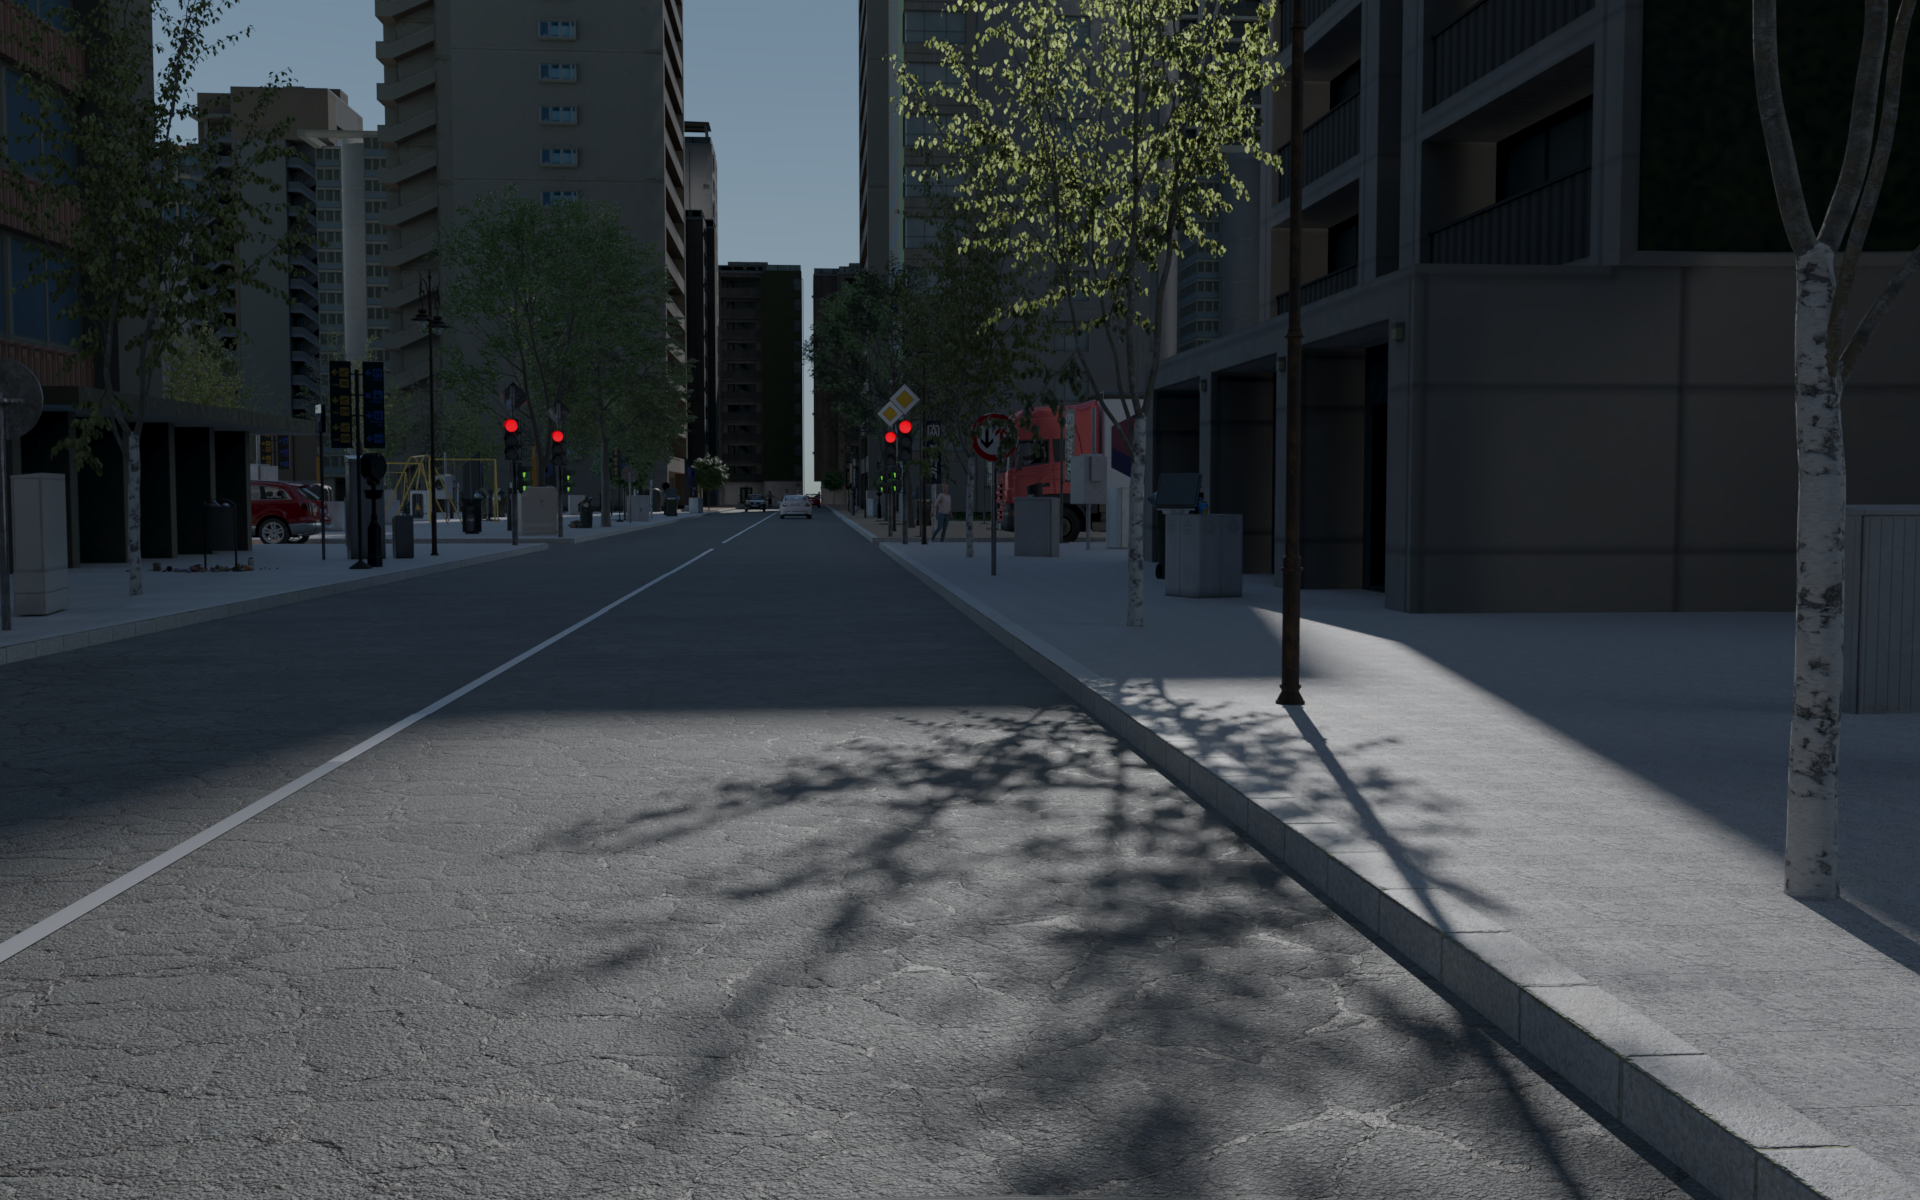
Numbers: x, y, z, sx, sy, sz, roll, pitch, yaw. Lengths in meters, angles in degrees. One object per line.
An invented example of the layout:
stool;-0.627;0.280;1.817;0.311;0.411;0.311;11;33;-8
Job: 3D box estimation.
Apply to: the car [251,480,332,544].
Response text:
car;-20.076;-2.379;47.568;5.304;1.827;2.281;0;4;-3

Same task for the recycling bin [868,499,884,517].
recycling bin;-4.701;-5.150;96.749;0.722;1.027;0.722;-2;4;-28

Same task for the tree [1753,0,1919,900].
tree;2.718;-3.345;5.046;4.360;8.622;3.978;0;3;0

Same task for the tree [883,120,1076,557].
tree;0.269;-5.185;35.136;4.737;8.622;4.395;0;3;0

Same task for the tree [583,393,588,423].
tree;-19.273;-9.032;98.030;4.737;8.622;4.395;0;3;0

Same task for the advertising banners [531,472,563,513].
advertising banners;-24.702;-6.557;103.394;2.074;3.025;0.090;1;4;13

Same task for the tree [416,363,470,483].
tree;-30.007;-9.047;98.277;4.360;8.622;3.978;0;3;0

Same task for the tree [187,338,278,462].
tree;-34.166;-8.024;81.560;4.360;8.622;3.978;0;3;0

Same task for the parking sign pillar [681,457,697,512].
parking sign pillar;-19.571;-8.400;125.814;1.447;3.967;1.447;1;4;14

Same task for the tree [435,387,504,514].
tree;-33.138;-10.023;114.244;4.737;8.622;4.395;0;3;0

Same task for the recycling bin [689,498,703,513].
recycling bin;-17.803;-6.378;116.827;0.722;1.027;0.722;1;4;20

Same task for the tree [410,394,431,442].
tree;-35.645;-9.618;107.618;4.737;8.622;4.395;0;3;0

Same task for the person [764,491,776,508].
person;-20.205;-10.697;184.127;1.217;1.736;0.721;-1;4;-17

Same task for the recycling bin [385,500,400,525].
recycling bin;-23.966;-3.673;72.603;0.722;1.027;0.722;1;4;15

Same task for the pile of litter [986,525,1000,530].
pile of litter;1.645;-2.916;61.644;1.176;0.858;1.719;-2;4;-30

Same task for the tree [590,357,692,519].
tree;-16.123;-8.578;90.612;4.737;8.622;4.395;0;3;0

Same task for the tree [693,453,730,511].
tree;-19.643;-9.259;135.098;4.285;4.588;4.351;0;3;0

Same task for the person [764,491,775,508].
person;-20.086;-10.606;182.622;1.217;1.736;0.721;-1;4;-20

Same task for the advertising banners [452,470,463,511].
advertising banners;-35.717;-7.778;123.364;0.090;3.025;2.074;1;4;9

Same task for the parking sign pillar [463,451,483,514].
parking sign pillar;-30.915;-7.431;109.972;1.447;3.967;1.447;2;4;24

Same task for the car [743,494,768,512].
car;-16.732;-8.056;141.500;2.009;1.686;4.222;0;4;-6

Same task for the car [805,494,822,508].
car;-15.562;-10.563;181.750;2.155;1.783;4.494;0;4;-3

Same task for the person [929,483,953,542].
person;-0.594;-2.327;47.225;0.598;1.740;0.731;2;4;32

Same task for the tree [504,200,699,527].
tree;-14.300;-9.146;67.658;7.486;12.596;7.792;0;3;0

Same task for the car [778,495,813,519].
car;-9.593;-5.424;101.039;2.083;1.381;4.827;0;4;-6

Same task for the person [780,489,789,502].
person;-12.251;-6.834;120.586;0.716;1.782;0.532;2;4;32

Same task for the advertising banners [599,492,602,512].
advertising banners;-24.939;-7.672;121.619;0.090;3.025;2.074;1;4;9

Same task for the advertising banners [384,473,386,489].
advertising banners;-33.349;-6.338;99.821;0.090;3.025;2.074;0;4;-1

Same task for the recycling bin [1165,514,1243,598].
recycling bin;3.057;-0.561;21.720;0.722;1.027;0.722;-2;4;-27

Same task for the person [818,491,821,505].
person;-16.213;-11.639;199.461;0.621;1.740;0.551;-1;4;-17

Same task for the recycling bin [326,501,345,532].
recycling bin;-21.591;-2.881;59.663;0.722;1.027;0.722;0;4;-8

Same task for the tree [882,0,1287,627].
tree;1.596;-4.062;16.784;4.360;8.622;3.978;0;3;0

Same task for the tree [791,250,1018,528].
tree;-1.920;-8.038;65.833;8.767;10.594;7.601;-1;4;-18

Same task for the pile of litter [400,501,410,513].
pile of litter;-36.905;-6.234;115.887;1.719;0.858;1.176;1;4;22

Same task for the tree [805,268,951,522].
tree;-3.540;-9.475;80.669;9.928;11.665;9.643;0;3;0

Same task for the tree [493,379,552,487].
tree;-26.507;-9.552;106.537;4.360;8.622;3.978;0;3;0

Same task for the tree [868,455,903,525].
tree;-2.829;-4.788;72.887;1.663;3.219;1.824;0;3;0

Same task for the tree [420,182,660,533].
tree;-13.805;-8.040;57.205;9.928;11.665;9.643;0;3;0

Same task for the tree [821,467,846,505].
tree;-14.890;-13.493;204.331;4.285;4.588;4.351;0;3;0

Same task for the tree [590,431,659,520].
tree;-16.348;-6.182;84.782;4.285;4.588;4.351;0;3;0

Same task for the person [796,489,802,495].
person;-10.365;-6.363;113.210;0.598;1.740;0.731;3;5;43

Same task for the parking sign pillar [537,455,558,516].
parking sign pillar;-24.285;-6.894;101.192;1.447;3.967;1.447;-2;4;-24

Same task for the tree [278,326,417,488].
tree;-26.628;-7.653;75.488;4.360;8.622;3.978;0;3;0

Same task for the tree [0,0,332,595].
tree;-10.437;-4.383;22.022;4.737;8.622;4.395;0;3;0
